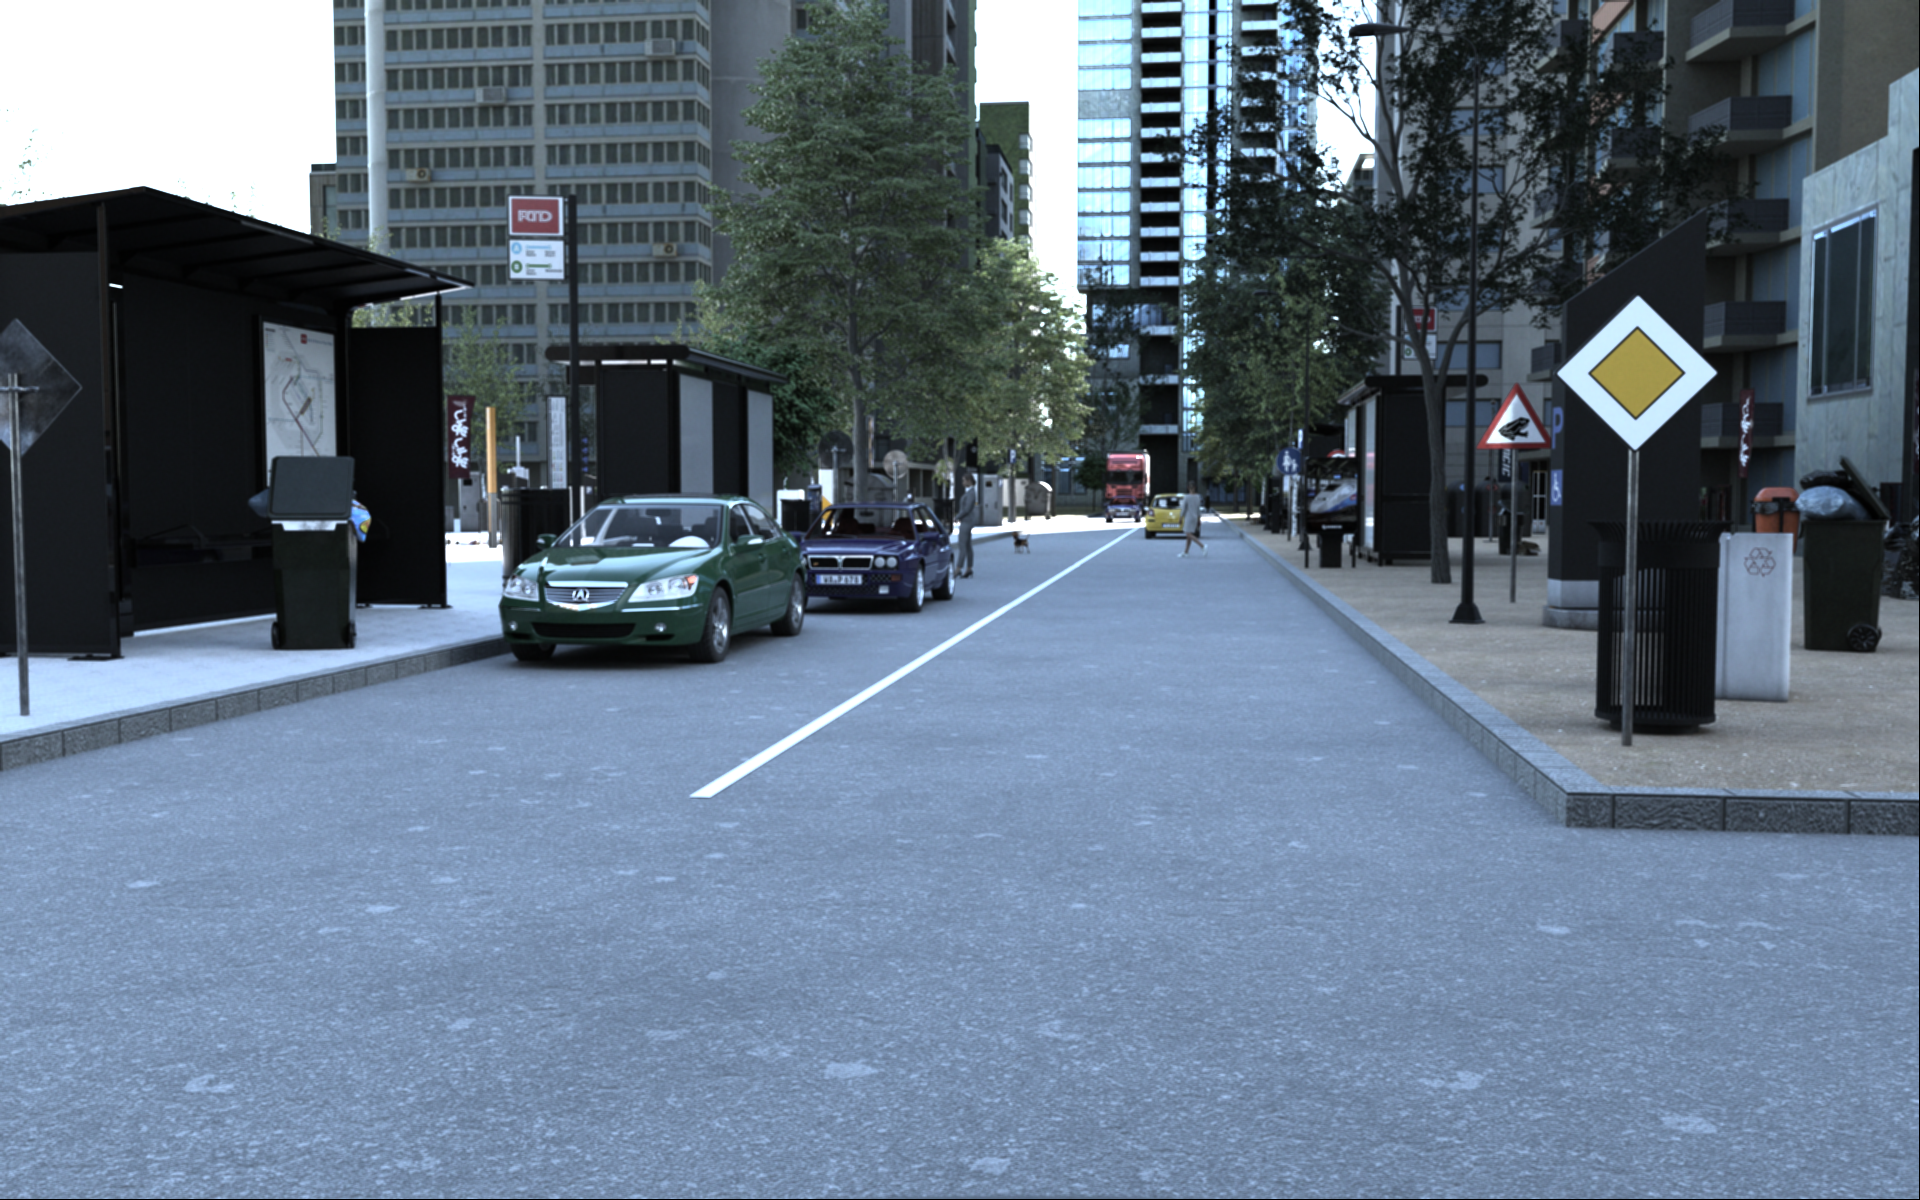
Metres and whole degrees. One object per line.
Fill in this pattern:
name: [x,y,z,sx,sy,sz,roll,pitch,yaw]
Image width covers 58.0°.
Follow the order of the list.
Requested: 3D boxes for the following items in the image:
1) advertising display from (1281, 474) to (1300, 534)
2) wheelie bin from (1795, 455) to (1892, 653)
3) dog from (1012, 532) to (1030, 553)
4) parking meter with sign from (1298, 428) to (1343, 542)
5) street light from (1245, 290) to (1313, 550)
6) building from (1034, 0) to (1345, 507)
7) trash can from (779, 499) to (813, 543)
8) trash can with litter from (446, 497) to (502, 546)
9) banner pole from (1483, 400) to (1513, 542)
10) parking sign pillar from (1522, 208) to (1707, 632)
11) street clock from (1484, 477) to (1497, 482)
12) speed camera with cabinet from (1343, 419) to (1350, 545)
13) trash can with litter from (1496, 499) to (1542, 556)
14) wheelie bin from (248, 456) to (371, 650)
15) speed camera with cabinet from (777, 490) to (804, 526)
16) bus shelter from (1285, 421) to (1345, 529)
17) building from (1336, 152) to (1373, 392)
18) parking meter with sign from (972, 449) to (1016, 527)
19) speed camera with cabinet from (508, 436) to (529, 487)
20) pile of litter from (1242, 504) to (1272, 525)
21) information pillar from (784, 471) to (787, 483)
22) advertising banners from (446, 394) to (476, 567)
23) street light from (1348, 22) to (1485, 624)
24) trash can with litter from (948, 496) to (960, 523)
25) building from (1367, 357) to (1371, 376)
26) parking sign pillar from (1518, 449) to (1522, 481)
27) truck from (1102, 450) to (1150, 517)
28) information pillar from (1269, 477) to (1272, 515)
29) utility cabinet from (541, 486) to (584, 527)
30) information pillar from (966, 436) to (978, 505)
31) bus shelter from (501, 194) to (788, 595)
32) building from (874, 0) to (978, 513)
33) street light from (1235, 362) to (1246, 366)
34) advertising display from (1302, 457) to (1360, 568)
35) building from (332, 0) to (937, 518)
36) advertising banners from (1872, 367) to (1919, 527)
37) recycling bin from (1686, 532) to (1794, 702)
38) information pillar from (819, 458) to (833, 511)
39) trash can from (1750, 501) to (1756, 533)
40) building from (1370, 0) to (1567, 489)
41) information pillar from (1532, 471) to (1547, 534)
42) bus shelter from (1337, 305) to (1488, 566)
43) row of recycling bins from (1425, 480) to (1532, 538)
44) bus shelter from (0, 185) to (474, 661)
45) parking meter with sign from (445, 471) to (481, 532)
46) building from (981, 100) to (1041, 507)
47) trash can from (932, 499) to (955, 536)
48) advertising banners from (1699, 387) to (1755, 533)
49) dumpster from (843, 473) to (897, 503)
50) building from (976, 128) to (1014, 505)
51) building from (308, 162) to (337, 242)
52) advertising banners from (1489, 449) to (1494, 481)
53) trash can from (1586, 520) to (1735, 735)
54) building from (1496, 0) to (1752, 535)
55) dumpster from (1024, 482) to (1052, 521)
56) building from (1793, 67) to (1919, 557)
advertising display: [10.751,-3.067,55.354,0.974,1.923,0.123,0,4,-3]
wheelie bin: [7.273,-0.390,14.283,0.693,1.594,0.980,2,4,30]
dog: [1.473,-1.394,42.077,0.540,0.507,0.406,1,4,16]
parking meter with sign: [9.937,-3.056,46.234,1.738,3.016,0.543,0,4,-2]
street light: [7.368,-4.099,39.555,1.470,5.913,1.316,0,4,8]
building: [24.396,-53.229,182.971,31.000,86.520,22.319,0,4,8]
trash can: [-3.800,-1.753,40.309,0.748,1.137,0.748,0,3,0]
trash can with litter: [-12.275,-2.005,43.847,2.233,1.210,1.678,0,4,0]
banner pole: [14.388,-3.430,46.100,0.863,3.779,0.401,0,4,-3]
parking sign pillar: [6.391,-1.723,16.640,1.447,3.967,1.447,0,4,1]
street clock: [21.871,-4.094,71.503,0.471,2.002,0.358,2,4,31]
speed camera with cabinet: [10.223,-3.081,44.714,0.660,3.252,2.038,0,4,8]
trash can with litter: [11.799,-1.533,36.457,0.624,1.170,1.055,-2,4,-28]
wheelie bin: [-5.410,-0.401,14.459,0.980,1.594,0.693,-1,4,-12]
speed camera with cabinet: [-7.412,-4.673,70.740,2.038,3.252,0.660,1,4,15]
bus shelter: [11.981,-4.111,58.496,1.731,3.624,6.357,0,4,8]
building: [53.326,-30.232,186.174,23.993,40.220,32.217,0,4,8]
parking meter with sign: [1.300,-4.375,67.793,1.738,3.016,0.543,2,4,29]
speed camera with cabinet: [-14.504,-3.995,59.656,2.038,3.252,0.660,-1,4,-19]
pile of litter: [12.704,-3.609,72.978,1.719,0.858,1.176,0,4,7]
information pillar: [-8.495,-5.686,84.321,0.183,3.616,0.504,-1,4,-13]
advertising banners: [-9.435,-2.079,30.186,2.074,3.025,0.090,-2,4,-33]
street light: [4.520,-2.730,17.171,1.470,5.913,1.316,0,4,8]
trash can with litter: [-0.286,-3.981,76.145,1.678,1.210,2.233,-2,4,-30]
building: [40.558,-50.017,130.453,22.319,86.520,31.000,0,4,8]
parking sign pillar: [26.143,-5.535,78.976,1.447,3.967,1.447,0,4,4]
truck: [10.881,-7.545,112.274,2.839,4.237,11.283,0,4,8]
information pillar: [13.454,-4.310,74.961,0.304,2.012,0.304,0,4,0]
utility cabinet: [-11.334,-2.490,49.387,1.173,1.500,0.318,-2,4,-26]
information pillar: [0.485,-4.796,69.766,0.504,3.616,0.183,-1,4,-8]
bus shelter: [-4.632,-2.948,25.833,2.179,5.291,8.768,0,4,8]
building: [-6.621,-26.507,116.978,14.154,41.232,14.086,0,4,8]
street light: [10.345,-5.420,61.164,1.470,5.913,1.316,0,4,8]
advertising display: [6.454,-1.523,30.121,0.974,1.923,0.123,0,4,-8]
building: [-18.059,-24.907,99.105,32.217,40.220,23.993,0,4,8]
advertising banners: [12.740,-1.684,23.714,2.074,3.025,0.090,-2,4,-31]
recycling bin: [4.918,0.090,11.086,0.722,1.027,0.722,2,4,26]
information pillar: [-4.525,-4.112,58.579,0.504,3.616,0.183,-2,4,-33]
trash can: [17.464,-1.578,37.462,0.748,1.137,0.748,0,3,0]
building: [35.207,-34.238,101.783,21.231,58.520,28.212,0,4,8]
information pillar: [18.631,-3.131,55.688,0.304,2.012,0.304,-1,4,-13]
bus shelter: [8.769,-3.488,34.654,2.179,5.291,8.768,0,4,8]
row of recycling bins: [15.240,-2.712,51.449,3.534,1.692,1.069,-1,4,-11]
bus shelter: [-6.646,-1.536,16.402,1.731,3.624,6.357,0,4,8]
parking meter with sign: [-16.529,-3.796,58.327,1.738,3.016,0.543,-1,4,-19]
building: [1.173,-30.622,184.263,14.086,41.232,14.154,0,4,8]
trash can: [-0.505,-2.568,53.648,0.748,1.137,0.748,0,3,0]
advertising banners: [13.021,-2.038,29.515,0.090,3.025,2.074,0,4,0]
dumpster: [-2.538,-2.615,48.509,1.264,1.857,1.865,0,4,8]
building: [-2.735,-22.939,146.759,14.107,30.474,14.160,0,4,8]
building: [-47.332,-23.312,152.852,14.107,30.474,14.160,0,4,8]
advertising banners: [16.800,-3.630,55.540,0.090,3.025,2.074,3,4,36]
trash can: [3.789,0.137,9.420,0.748,1.137,0.748,0,3,0]
building: [32.642,-24.823,60.478,22.147,44.769,28.867,0,4,8]
dumpster: [3.767,-4.788,84.046,1.264,1.857,1.865,0,4,8]
building: [29.727,-43.334,21.177,31.000,86.520,22.319,0,4,8]
